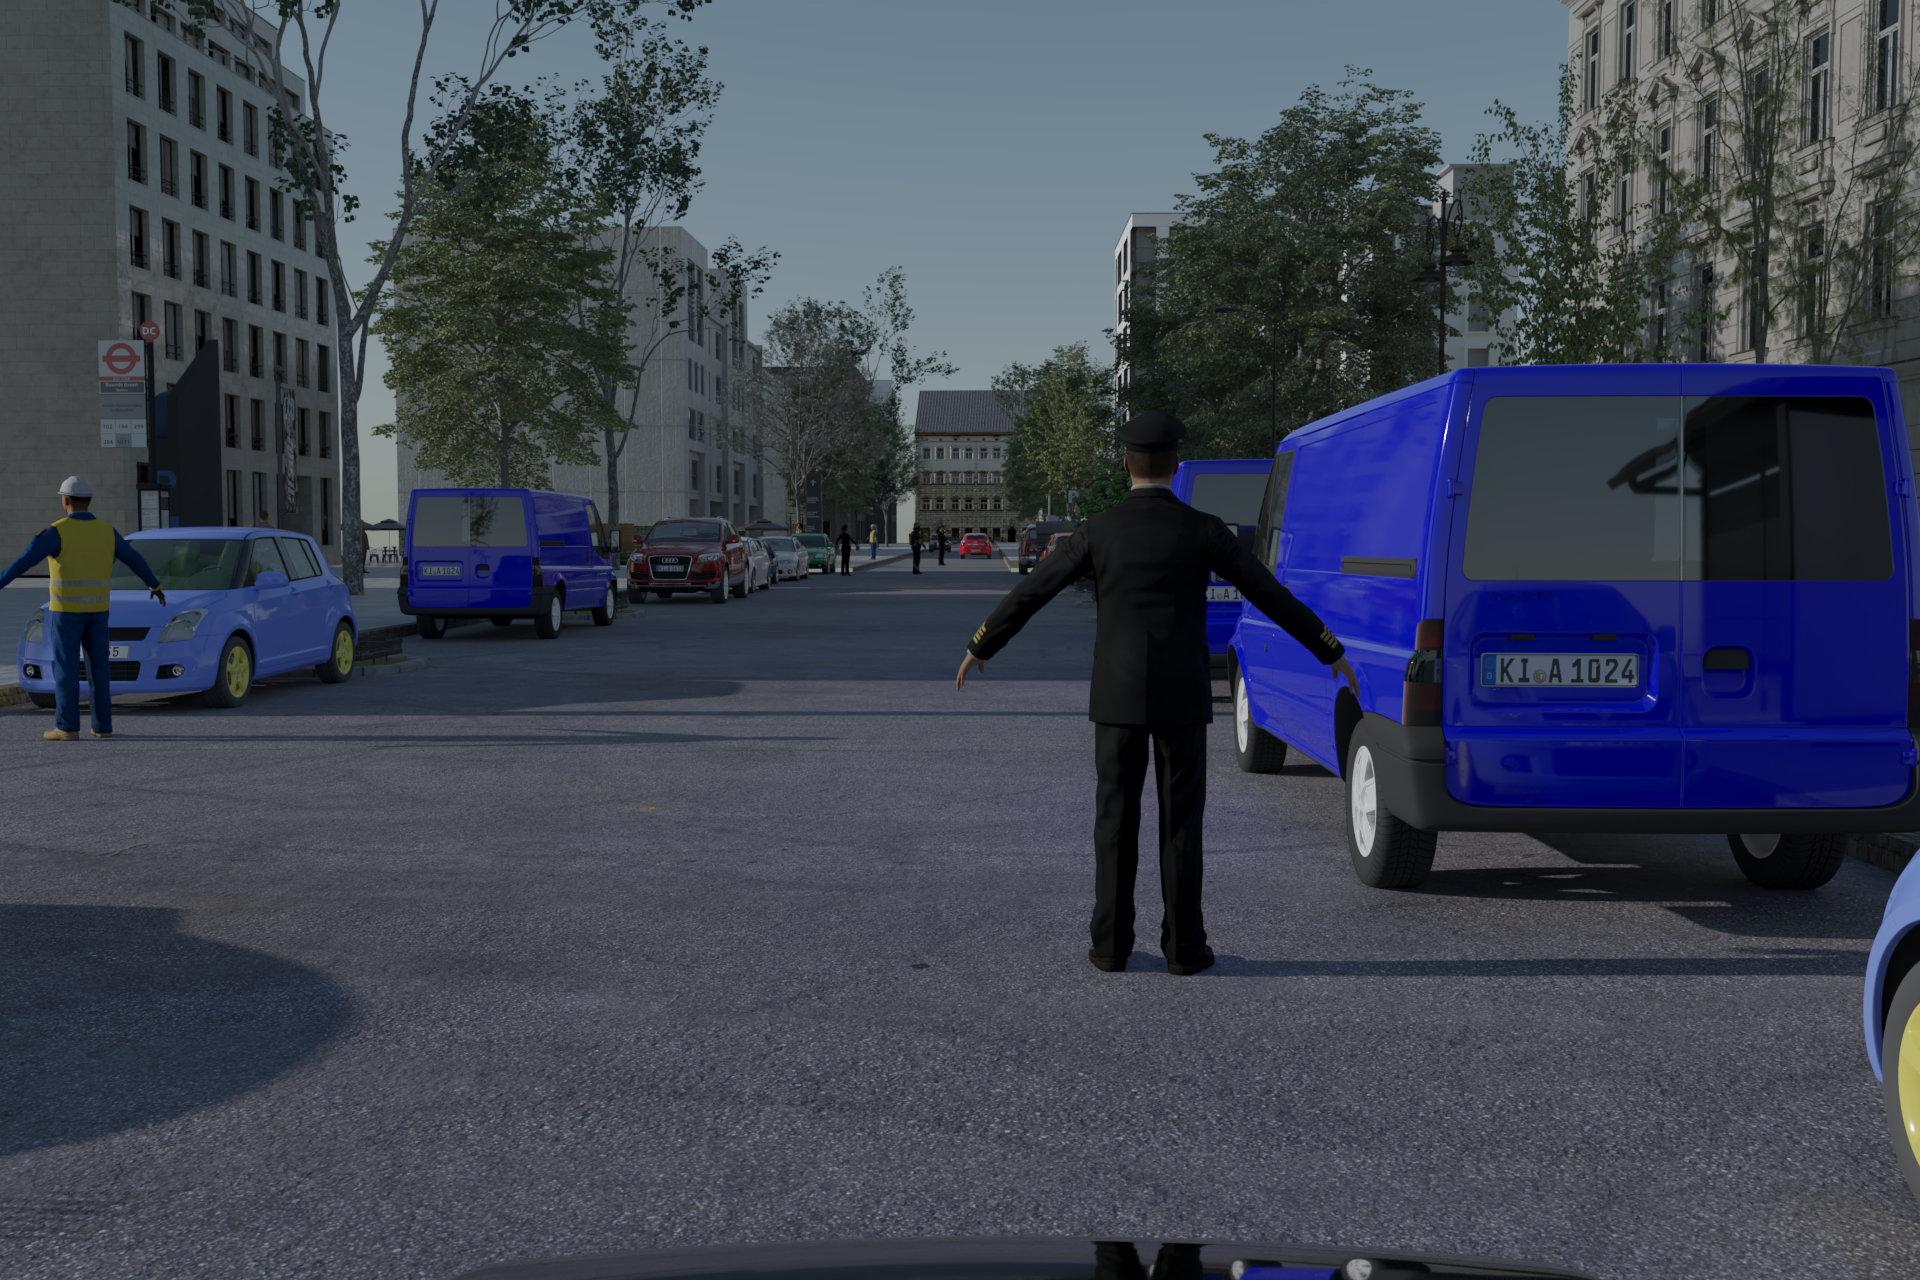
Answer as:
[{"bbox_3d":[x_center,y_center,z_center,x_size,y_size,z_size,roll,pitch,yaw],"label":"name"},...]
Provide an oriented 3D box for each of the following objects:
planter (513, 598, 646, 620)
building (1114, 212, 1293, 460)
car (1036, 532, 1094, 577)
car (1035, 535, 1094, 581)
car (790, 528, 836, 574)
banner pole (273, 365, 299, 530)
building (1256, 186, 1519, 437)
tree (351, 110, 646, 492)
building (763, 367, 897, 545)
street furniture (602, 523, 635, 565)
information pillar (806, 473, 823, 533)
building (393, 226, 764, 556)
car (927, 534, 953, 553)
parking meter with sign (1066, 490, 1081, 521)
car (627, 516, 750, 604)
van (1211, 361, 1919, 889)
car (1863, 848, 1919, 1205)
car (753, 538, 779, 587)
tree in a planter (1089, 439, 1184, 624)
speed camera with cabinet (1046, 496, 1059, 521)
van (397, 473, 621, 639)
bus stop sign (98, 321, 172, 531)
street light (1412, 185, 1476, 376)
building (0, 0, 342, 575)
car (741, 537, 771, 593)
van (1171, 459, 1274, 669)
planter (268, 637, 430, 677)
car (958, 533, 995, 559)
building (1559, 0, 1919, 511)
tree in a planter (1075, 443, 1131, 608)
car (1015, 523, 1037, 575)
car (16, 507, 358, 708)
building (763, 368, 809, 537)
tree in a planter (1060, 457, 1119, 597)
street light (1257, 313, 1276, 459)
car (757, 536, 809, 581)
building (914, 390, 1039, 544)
[{"bbox_3d":[-6.517,-0.537,29.926,1.991,0.319,1.994,0,4,1],"label":"planter"},{"bbox_3d":[25.039,-17.281,126.519,27.936,21.610,32.646,0,4,1],"label":"building"},{"bbox_3d":[3.284,-2.492,49.791,2.155,1.783,4.494,0,4,1],"label":"car"},{"bbox_3d":[3.369,-2.683,54.091,2.015,1.641,3.980,0,4,1],"label":"car"},{"bbox_3d":[-5.519,-3.317,63.035,1.959,1.807,4.718,0,4,1],"label":"car"},{"bbox_3d":[-10.121,-2.204,26.048,0.401,3.779,0.863,0,4,1],"label":"banner pole"},{"bbox_3d":[22.467,-14.947,100.805,16.016,20.090,11.380,0,4,1],"label":"building"},{"bbox_3d":[-12.310,-7.855,46.554,7.486,12.596,7.792,0,3,0],"label":"tree"},{"bbox_3d":[-23.000,-23.463,227.587,27.936,21.610,32.646,0,4,1],"label":"building"},{"bbox_3d":[-15.257,-4.022,72.610,11.010,1.723,9.812,-2,4,-30],"label":"street furniture"},{"bbox_3d":[-6.237,-5.185,74.149,0.750,3.857,0.750,0,4,2],"label":"information pillar"},{"bbox_3d":[-23.804,-15.250,115.791,16.747,18.905,31.486,0,4,2],"label":"building"},{"bbox_3d":[-1.567,-7.708,135.806,2.009,1.686,4.222,0,4,1],"label":"car"},{"bbox_3d":[4.449,-4.344,67.281,0.543,3.016,1.738,0,3,0],"label":"parking meter with sign"},{"bbox_3d":[-5.808,-1.759,37.425,2.281,1.827,5.304,0,4,1],"label":"car"},{"bbox_3d":[2.586,-0.261,8.649,2.240,2.365,5.245,0,4,0],"label":"van"},{"bbox_3d":[2.789,0.444,2.340,1.945,1.707,3.694,0,4,1],"label":"car"},{"bbox_3d":[-6.123,-2.198,48.512,1.945,1.354,3.894,0,4,1],"label":"car"},{"bbox_3d":[3.111,-1.893,28.171,1.991,3.239,1.994,0,4,2],"label":"tree in a planter"},{"bbox_3d":[4.553,-5.507,84.374,0.660,3.252,2.038,0,4,2],"label":"speed camera with cabinet"},{"bbox_3d":[-6.408,-1.280,25.317,2.240,2.365,5.245,0,4,1],"label":"van"},{"bbox_3d":[-10.363,-2.024,21.794,0.855,3.939,0.416,0,3,0],"label":"bus stop sign"},{"bbox_3d":[6.506,-3.098,23.448,0.468,5.910,1.993,0,4,1],"label":"street light"},{"bbox_3d":[-29.192,-12.483,57.984,10.420,20.400,16.860,0,4,1],"label":"building"},{"bbox_3d":[-5.867,-1.897,43.383,2.083,1.381,4.827,0,4,1],"label":"car"},{"bbox_3d":[2.625,-0.743,16.528,2.240,2.365,5.245,0,4,0],"label":"van"},{"bbox_3d":[-6.747,0.174,18.299,1.991,0.319,1.994,0,4,2],"label":"planter"},{"bbox_3d":[0.921,-5.548,99.747,2.155,1.783,4.494,0,4,1],"label":"car"},{"bbox_3d":[27.489,-15.840,35.401,17.030,29.872,44.131,0,4,1],"label":"building"},{"bbox_3d":[3.270,-2.255,34.094,1.991,3.239,1.994,0,4,2],"label":"tree in a planter"},{"bbox_3d":[3.137,-3.296,62.564,2.281,1.827,5.304,0,4,1],"label":"car"},{"bbox_3d":[-6.769,-0.355,15.398,1.945,1.707,3.694,0,4,1],"label":"car"},{"bbox_3d":[-27.035,-21.904,189.057,19.493,23.208,18.063,0,4,2],"label":"building"},{"bbox_3d":[3.329,-2.627,40.175,1.991,3.239,1.994,0,4,1],"label":"tree in a planter"},{"bbox_3d":[6.968,-3.851,35.505,1.470,5.913,1.316,0,4,1],"label":"street light"},{"bbox_3d":[-5.815,-2.561,54.238,2.083,1.381,4.827,0,4,1],"label":"car"},{"bbox_3d":[2.911,-26.251,262.596,18.063,23.208,19.493,0,4,3],"label":"building"}]
